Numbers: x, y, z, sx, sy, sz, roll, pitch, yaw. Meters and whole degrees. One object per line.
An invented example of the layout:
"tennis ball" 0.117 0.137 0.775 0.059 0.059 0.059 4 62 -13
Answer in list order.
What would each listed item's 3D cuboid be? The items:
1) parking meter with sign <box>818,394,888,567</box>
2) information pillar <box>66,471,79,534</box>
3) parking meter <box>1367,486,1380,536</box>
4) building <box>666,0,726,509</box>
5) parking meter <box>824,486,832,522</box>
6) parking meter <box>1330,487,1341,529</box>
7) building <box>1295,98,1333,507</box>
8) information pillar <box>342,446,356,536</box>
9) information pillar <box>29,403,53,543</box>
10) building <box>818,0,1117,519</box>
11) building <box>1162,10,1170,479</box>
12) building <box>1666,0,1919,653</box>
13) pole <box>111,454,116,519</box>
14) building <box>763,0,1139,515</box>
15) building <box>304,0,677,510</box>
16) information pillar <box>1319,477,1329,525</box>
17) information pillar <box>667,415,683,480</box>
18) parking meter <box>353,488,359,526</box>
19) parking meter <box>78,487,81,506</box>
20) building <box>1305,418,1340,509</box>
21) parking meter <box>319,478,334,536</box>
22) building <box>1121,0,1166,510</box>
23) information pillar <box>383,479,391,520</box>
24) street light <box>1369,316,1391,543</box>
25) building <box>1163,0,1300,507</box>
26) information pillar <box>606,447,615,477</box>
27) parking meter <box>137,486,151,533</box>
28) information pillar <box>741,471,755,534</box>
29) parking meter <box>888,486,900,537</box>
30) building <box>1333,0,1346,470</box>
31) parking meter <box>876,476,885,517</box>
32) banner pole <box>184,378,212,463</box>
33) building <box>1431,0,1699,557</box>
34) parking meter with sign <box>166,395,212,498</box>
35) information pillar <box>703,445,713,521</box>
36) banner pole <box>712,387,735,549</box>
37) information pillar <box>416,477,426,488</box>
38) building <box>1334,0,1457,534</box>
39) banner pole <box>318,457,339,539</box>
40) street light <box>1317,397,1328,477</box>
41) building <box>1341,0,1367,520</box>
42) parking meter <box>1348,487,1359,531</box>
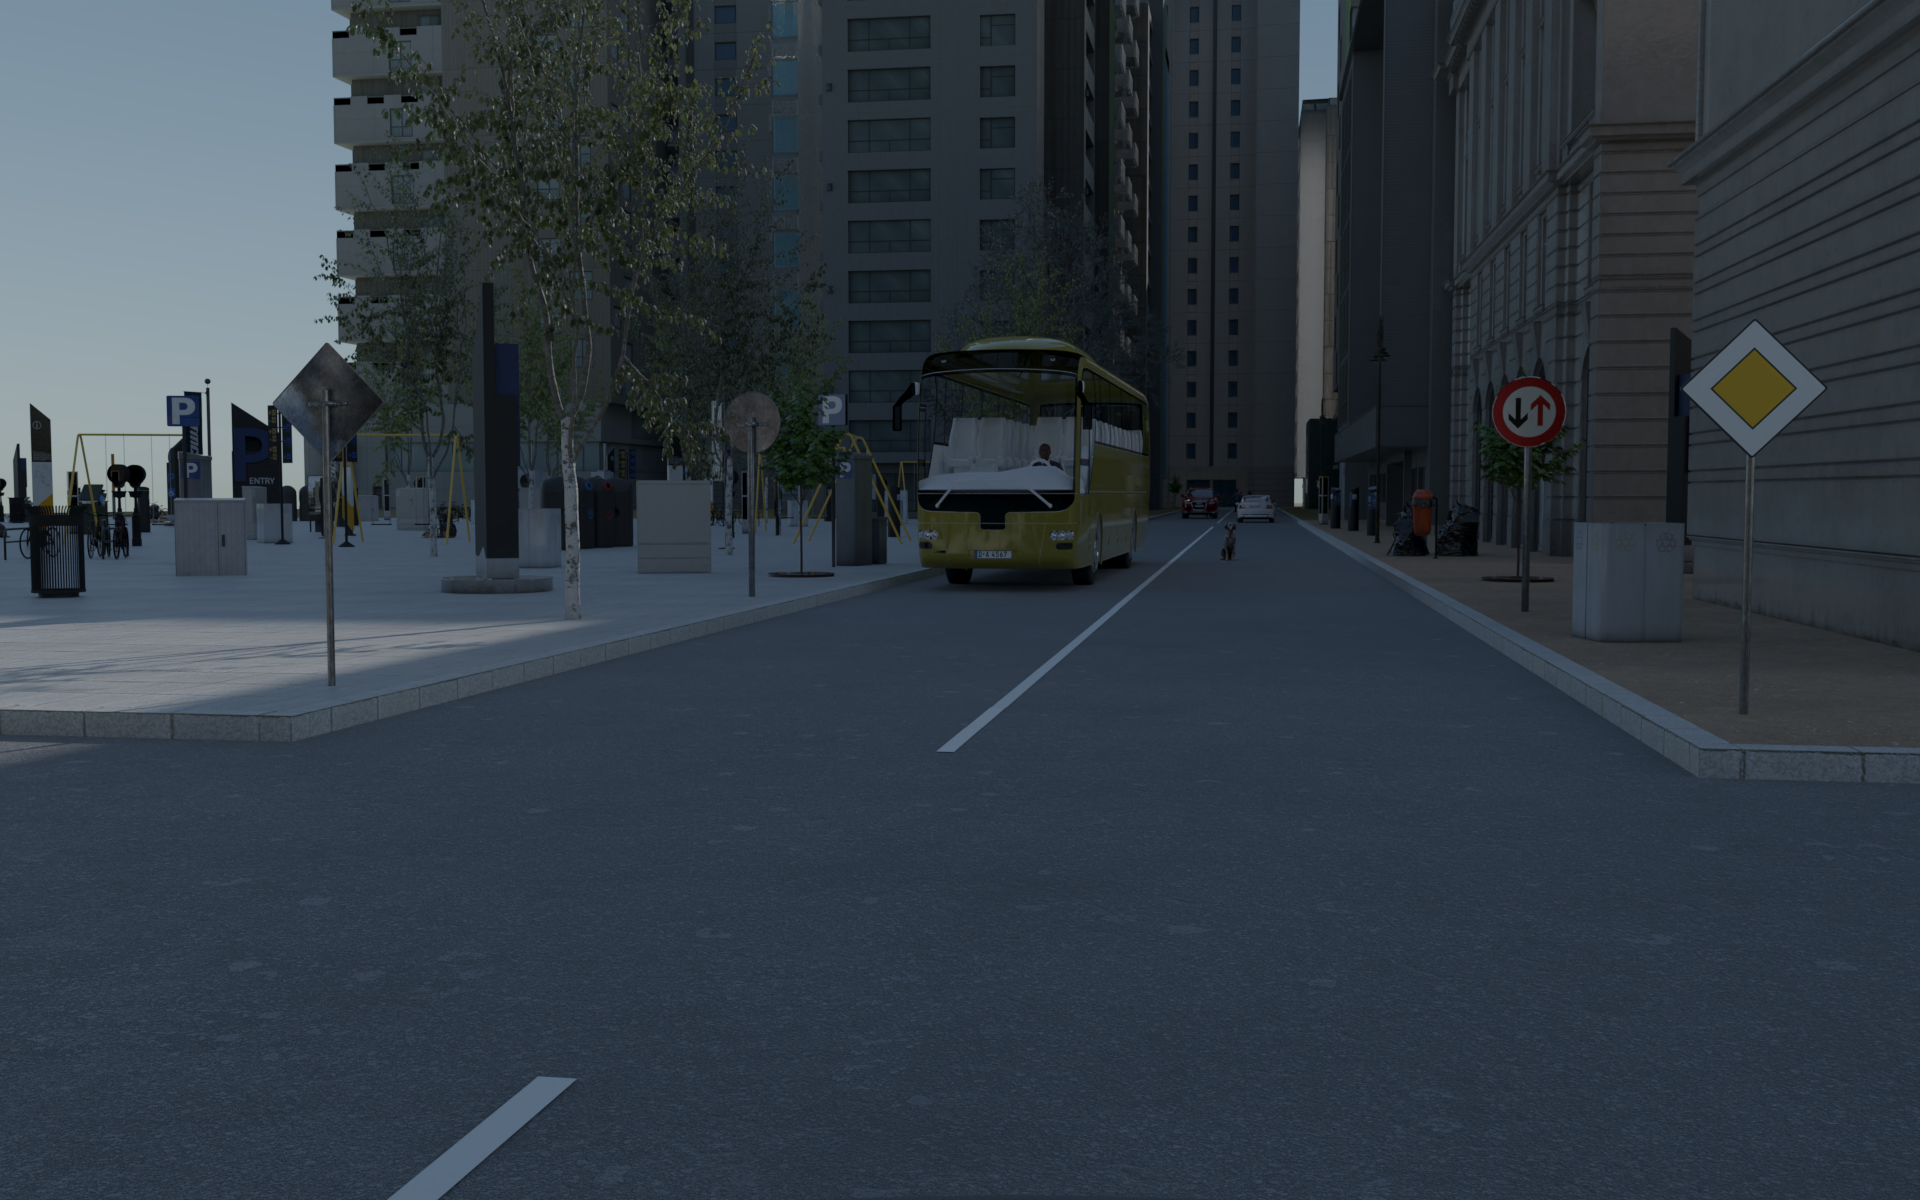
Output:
"parking meter with sign" -1.872 -2.126 31.026 0.543 3.016 1.738 2 4 25
"information pillar" -28.680 -3.151 56.005 0.304 2.012 0.304 -2 4 -34
"parking meter" 12.750 -2.753 53.422 0.372 1.533 0.369 0 3 0
"building" -10.600 -37.391 153.337 28.212 58.520 21.231 1 4 10
"parking meter" -6.126 -4.591 80.780 0.399 1.863 0.255 -2 4 -24
"parking meter" 13.952 -3.419 64.316 0.372 1.533 0.369 0 3 0
"building" 40.669 -29.914 172.688 14.086 41.232 14.154 1 4 10
"information pillar" -18.812 -3.783 53.202 0.504 3.616 0.183 3 4 36
"information pillar" -23.801 -3.274 44.878 0.504 3.616 0.183 -3 5 -43
"building" 0.863 -19.704 93.867 14.160 30.474 14.107 1 4 10
"building" 11.065 -30.801 153.714 14.200 45.320 14.600 1 4 10
"building" 17.759 -10.880 14.043 21.152 22.565 11.583 1 4 10
"pole" -42.901 -5.744 87.762 0.158 3.312 0.155 0 3 0
"building" 0.367 -30.411 116.821 23.786 49.044 30.456 1 4 10
"building" -38.731 -34.553 154.188 27.495 52.752 28.713 1 4 10
"information pillar" 15.222 -4.159 72.484 0.304 2.012 0.304 -1 4 -18
"information pillar" -8.269 -3.608 50.343 0.504 3.616 0.183 -3 5 -42
"parking meter" -24.528 -3.771 70.064 0.372 1.533 0.369 0 3 0
"parking meter" -32.973 -3.435 64.575 0.372 1.533 0.369 0 3 0
"building" 39.947 -50.505 138.421 22.319 86.520 31.000 1 4 10
"parking meter" -19.321 -2.880 52.798 0.399 1.863 0.255 -1 4 -18
"building" 8.926 -27.802 138.163 14.154 41.232 14.086 1 4 10
"information pillar" -28.205 -4.941 85.274 0.304 2.012 0.304 -1 4 -12
"street light" 10.933 -4.429 45.205 0.468 5.910 1.993 1 4 10
"building" 20.276 -38.924 178.403 28.212 58.520 21.231 1 4 10
"information pillar" -17.437 -5.818 86.484 0.183 3.616 0.504 3 4 36
"parking meter" -27.241 -3.021 57.804 0.372 1.533 0.369 0 3 0
"information pillar" -6.865 -3.159 56.135 0.304 2.012 0.304 3 5 40
"parking meter" -1.963 -2.641 51.586 0.372 1.533 0.369 0 3 0
"building" 38.157 -31.837 109.780 28.713 52.752 27.495 1 4 10
"parking meter" -2.635 -3.165 57.464 0.255 1.863 0.399 0 4 -5
"banner pole" -16.375 -2.896 37.367 0.401 3.779 0.863 2 4 25
"building" 19.124 -12.187 41.060 13.314 21.916 24.055 1 4 10
"parking meter with sign" -13.887 -2.158 31.541 0.543 3.016 1.738 -1 4 -10
"information pillar" -12.028 -5.595 82.829 0.504 3.616 0.183 1 4 19
"banner pole" -5.594 -3.089 40.520 0.401 3.779 0.863 -3 4 -39
"information pillar" -22.722 -4.193 73.053 0.304 2.012 0.304 0 3 0
"building" 22.765 -15.226 68.014 14.314 24.678 30.058 1 4 10
"banner pole" -18.193 -3.666 49.954 0.863 3.779 0.401 2 4 28
"street light" 17.293 -6.731 82.840 0.468 5.910 1.993 1 4 10
"building" 27.261 -24.913 90.918 14.154 41.232 14.086 1 4 10
"parking meter" 13.650 -3.159 60.065 0.372 1.533 0.369 0 3 0
